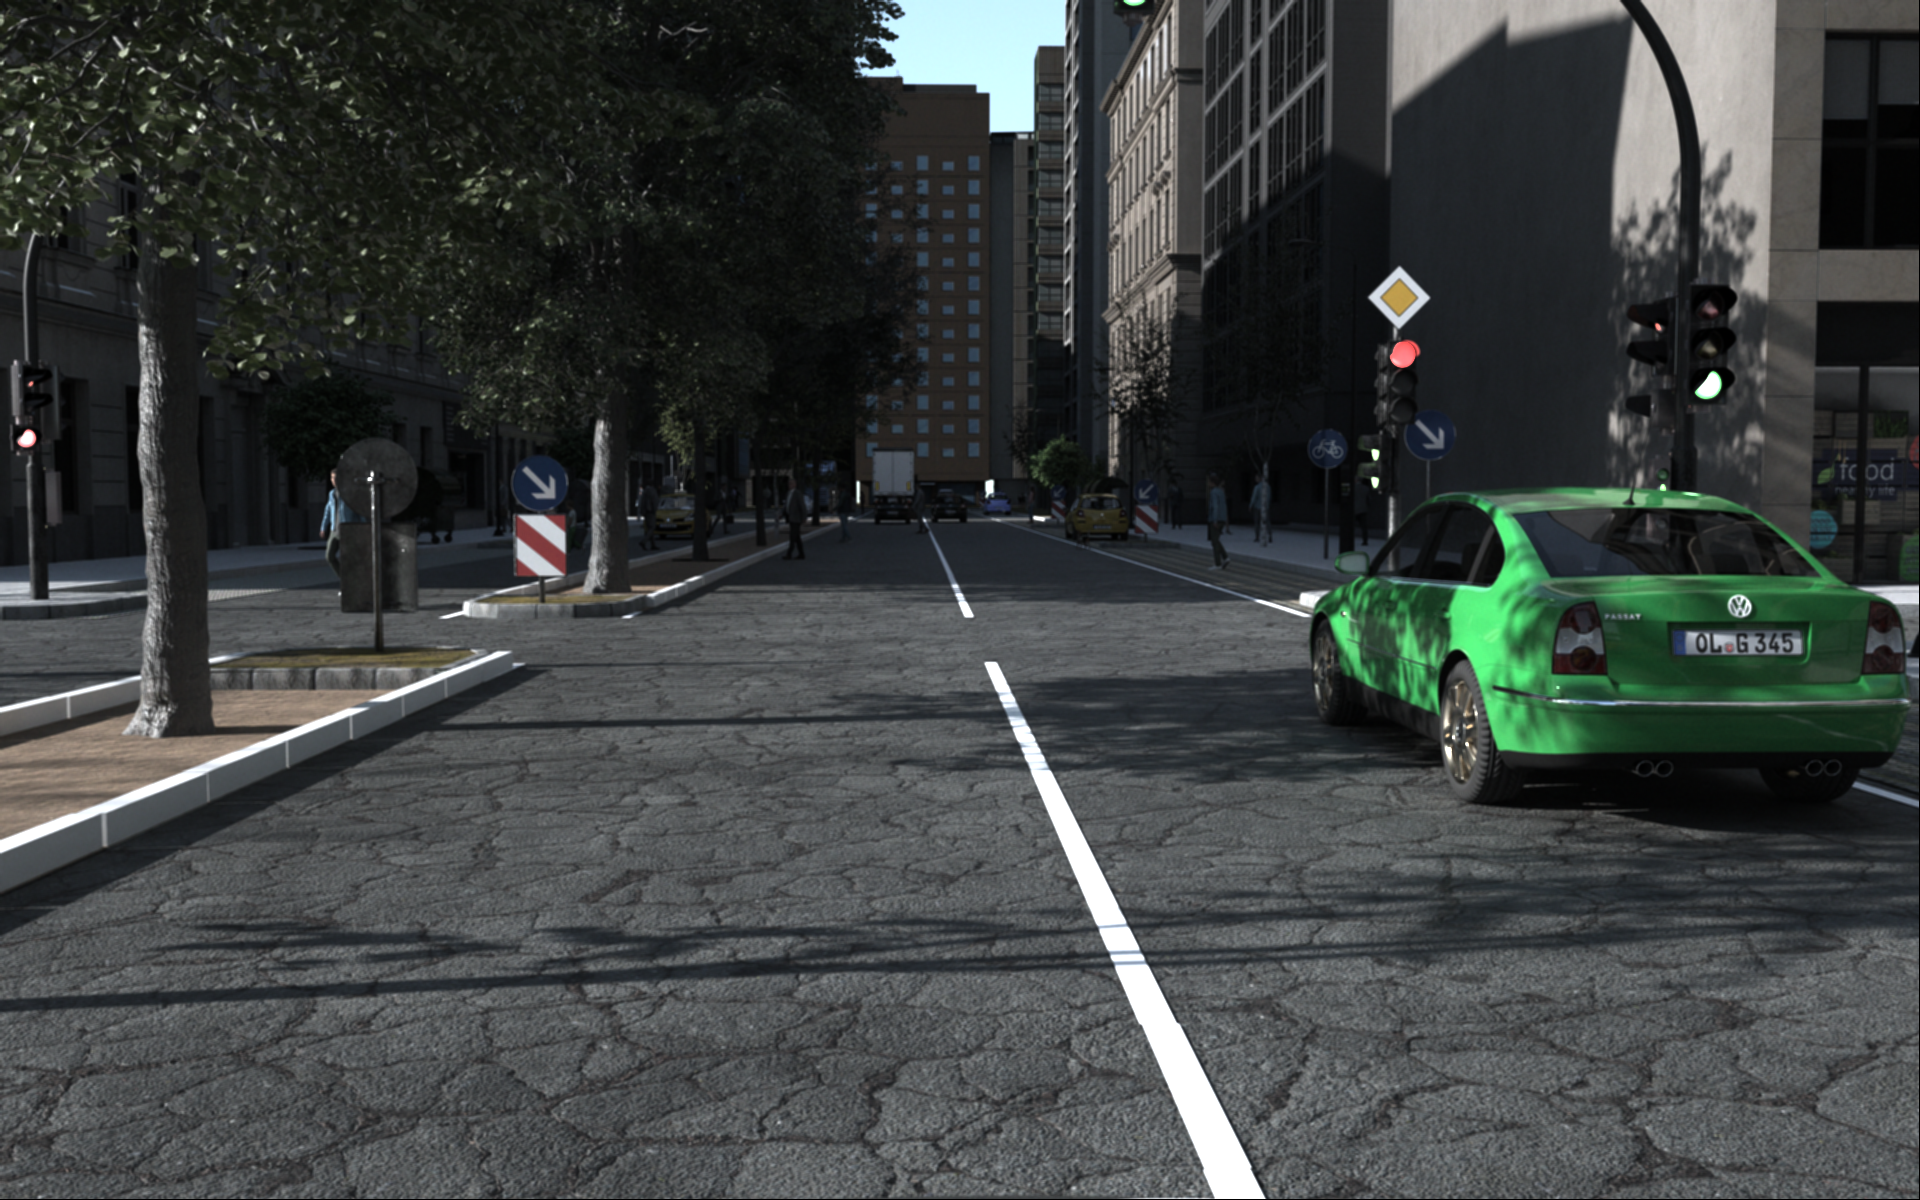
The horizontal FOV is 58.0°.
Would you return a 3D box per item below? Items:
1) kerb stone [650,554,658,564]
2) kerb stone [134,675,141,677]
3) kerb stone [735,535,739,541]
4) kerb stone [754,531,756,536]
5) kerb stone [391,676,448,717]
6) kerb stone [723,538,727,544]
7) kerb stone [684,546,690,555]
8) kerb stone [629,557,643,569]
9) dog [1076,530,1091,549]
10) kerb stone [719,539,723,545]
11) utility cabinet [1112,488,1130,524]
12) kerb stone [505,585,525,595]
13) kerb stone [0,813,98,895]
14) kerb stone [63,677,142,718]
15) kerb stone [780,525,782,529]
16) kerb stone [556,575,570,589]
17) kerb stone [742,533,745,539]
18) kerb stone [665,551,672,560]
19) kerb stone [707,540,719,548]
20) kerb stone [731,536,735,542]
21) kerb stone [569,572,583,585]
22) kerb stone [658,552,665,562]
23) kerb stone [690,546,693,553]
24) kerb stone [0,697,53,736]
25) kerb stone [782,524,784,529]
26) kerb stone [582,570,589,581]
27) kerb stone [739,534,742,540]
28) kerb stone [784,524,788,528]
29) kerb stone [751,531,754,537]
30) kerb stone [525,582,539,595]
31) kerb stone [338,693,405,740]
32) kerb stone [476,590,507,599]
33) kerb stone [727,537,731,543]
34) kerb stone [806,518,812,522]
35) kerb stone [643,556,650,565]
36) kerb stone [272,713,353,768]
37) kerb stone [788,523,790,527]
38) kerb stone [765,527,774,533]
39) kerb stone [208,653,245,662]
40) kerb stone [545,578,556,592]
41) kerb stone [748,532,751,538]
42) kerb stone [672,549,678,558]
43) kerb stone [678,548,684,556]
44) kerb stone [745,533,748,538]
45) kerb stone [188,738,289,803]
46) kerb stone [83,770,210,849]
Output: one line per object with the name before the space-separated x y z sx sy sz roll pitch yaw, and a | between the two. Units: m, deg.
kerb stone | -6.392 -0.821 35.612 0.120 0.150 1.000 0 4 -2
kerb stone | -5.761 0.594 12.520 0.120 0.150 1.000 0 4 -2
kerb stone | -6.841 -1.825 52.037 0.120 0.150 1.000 0 4 -2
kerb stone | -7.016 -2.200 58.193 0.120 0.150 1.000 0 4 -2
kerb stone | -3.632 0.651 11.572 0.120 0.150 1.000 0 4 -2
kerb stone | -6.758 -1.636 48.946 0.120 0.150 1.000 0 4 -2
kerb stone | -6.536 -1.131 40.730 0.120 0.150 1.000 0 4 -2
kerb stone | -6.339 -0.695 33.560 0.120 0.150 1.000 0 4 -2
dog | 3.201 -1.570 44.964 0.406 0.507 0.540 0 4 1
kerb stone | -6.738 -1.568 47.925 0.120 0.150 1.000 0 4 -2
utility cabinet | 6.144 -3.515 66.157 0.318 1.500 1.173 2 4 26
kerb stone | -6.060 -0.068 23.302 0.120 0.150 1.000 0 4 -2
kerb stone | -3.495 0.962 6.462 0.120 0.150 1.000 0 4 -2
kerb stone | -5.723 0.656 11.493 0.120 0.150 1.000 0 4 -2
kerb stone | -7.330 -2.893 69.495 0.120 0.150 1.000 0 4 -2
kerb stone | -6.145 -0.252 26.384 0.120 0.150 1.000 0 4 -2
kerb stone | -6.900 -1.948 54.092 0.120 0.150 1.000 0 4 -2
kerb stone | -6.455 -0.944 37.657 0.120 0.150 1.000 0 4 -2
kerb stone | -6.702 -1.511 46.893 0.120 0.150 1.000 0 4 -2
kerb stone | -6.813 -1.762 51.003 0.120 0.150 1.000 0 4 -2
kerb stone | -6.162 -0.319 27.408 0.120 0.150 1.000 0 4 -2
kerb stone | -6.418 -0.877 36.635 0.120 0.150 1.000 0 4 -2
kerb stone | -6.563 -1.196 41.757 0.120 0.150 1.000 0 4 -2
kerb stone | -5.703 0.717 10.471 0.120 0.150 1.000 0 4 -2
kerb stone | -7.358 -2.953 70.517 0.120 0.150 1.000 0 4 -2
kerb stone | -6.196 -0.382 28.436 0.120 0.150 1.000 0 4 -2
kerb stone | -6.875 -1.882 53.071 0.120 0.150 1.000 0 4 -2
kerb stone | -7.412 -3.078 72.561 0.120 0.150 1.000 0 4 -2
kerb stone | -6.979 -2.139 57.168 0.120 0.150 1.000 0 4 -2
kerb stone | -6.085 -0.129 24.324 0.120 0.150 1.000 0 4 -2
kerb stone | -3.602 0.712 10.550 0.120 0.150 1.000 0 4 -2
kerb stone | -6.032 0.000 22.270 0.120 0.150 1.000 0 4 -2
kerb stone | -6.791 -1.699 49.980 0.120 0.150 1.000 0 4 -2
kerb stone | -7.949 -4.271 92.019 0.120 0.150 1.000 0 4 -2
kerb stone | -6.370 -0.750 34.587 0.120 0.150 1.000 0 4 -2
kerb stone | -3.577 0.775 9.529 0.120 0.150 1.000 0 4 -2
kerb stone | -7.440 -3.139 73.583 0.120 0.150 1.000 0 4 -2
kerb stone | -7.208 -2.642 65.386 0.120 0.150 1.000 0 4 -2
kerb stone | -5.788 0.531 13.549 0.120 0.150 1.000 0 4 -2
kerb stone | -6.110 -0.193 25.351 0.120 0.150 1.000 0 4 -2
kerb stone | -6.956 -2.076 56.139 0.120 0.150 1.000 0 4 -2
kerb stone | -6.477 -1.008 38.679 0.120 0.150 1.000 0 4 -2
kerb stone | -6.510 -1.065 39.701 0.120 0.150 1.000 0 4 -2
kerb stone | -6.928 -2.012 55.116 0.120 0.150 1.000 0 4 -2
kerb stone | -3.550 0.838 8.507 0.120 0.150 1.000 0 4 -2
kerb stone | -3.515 0.902 7.484 0.120 0.150 1.000 0 4 -2
